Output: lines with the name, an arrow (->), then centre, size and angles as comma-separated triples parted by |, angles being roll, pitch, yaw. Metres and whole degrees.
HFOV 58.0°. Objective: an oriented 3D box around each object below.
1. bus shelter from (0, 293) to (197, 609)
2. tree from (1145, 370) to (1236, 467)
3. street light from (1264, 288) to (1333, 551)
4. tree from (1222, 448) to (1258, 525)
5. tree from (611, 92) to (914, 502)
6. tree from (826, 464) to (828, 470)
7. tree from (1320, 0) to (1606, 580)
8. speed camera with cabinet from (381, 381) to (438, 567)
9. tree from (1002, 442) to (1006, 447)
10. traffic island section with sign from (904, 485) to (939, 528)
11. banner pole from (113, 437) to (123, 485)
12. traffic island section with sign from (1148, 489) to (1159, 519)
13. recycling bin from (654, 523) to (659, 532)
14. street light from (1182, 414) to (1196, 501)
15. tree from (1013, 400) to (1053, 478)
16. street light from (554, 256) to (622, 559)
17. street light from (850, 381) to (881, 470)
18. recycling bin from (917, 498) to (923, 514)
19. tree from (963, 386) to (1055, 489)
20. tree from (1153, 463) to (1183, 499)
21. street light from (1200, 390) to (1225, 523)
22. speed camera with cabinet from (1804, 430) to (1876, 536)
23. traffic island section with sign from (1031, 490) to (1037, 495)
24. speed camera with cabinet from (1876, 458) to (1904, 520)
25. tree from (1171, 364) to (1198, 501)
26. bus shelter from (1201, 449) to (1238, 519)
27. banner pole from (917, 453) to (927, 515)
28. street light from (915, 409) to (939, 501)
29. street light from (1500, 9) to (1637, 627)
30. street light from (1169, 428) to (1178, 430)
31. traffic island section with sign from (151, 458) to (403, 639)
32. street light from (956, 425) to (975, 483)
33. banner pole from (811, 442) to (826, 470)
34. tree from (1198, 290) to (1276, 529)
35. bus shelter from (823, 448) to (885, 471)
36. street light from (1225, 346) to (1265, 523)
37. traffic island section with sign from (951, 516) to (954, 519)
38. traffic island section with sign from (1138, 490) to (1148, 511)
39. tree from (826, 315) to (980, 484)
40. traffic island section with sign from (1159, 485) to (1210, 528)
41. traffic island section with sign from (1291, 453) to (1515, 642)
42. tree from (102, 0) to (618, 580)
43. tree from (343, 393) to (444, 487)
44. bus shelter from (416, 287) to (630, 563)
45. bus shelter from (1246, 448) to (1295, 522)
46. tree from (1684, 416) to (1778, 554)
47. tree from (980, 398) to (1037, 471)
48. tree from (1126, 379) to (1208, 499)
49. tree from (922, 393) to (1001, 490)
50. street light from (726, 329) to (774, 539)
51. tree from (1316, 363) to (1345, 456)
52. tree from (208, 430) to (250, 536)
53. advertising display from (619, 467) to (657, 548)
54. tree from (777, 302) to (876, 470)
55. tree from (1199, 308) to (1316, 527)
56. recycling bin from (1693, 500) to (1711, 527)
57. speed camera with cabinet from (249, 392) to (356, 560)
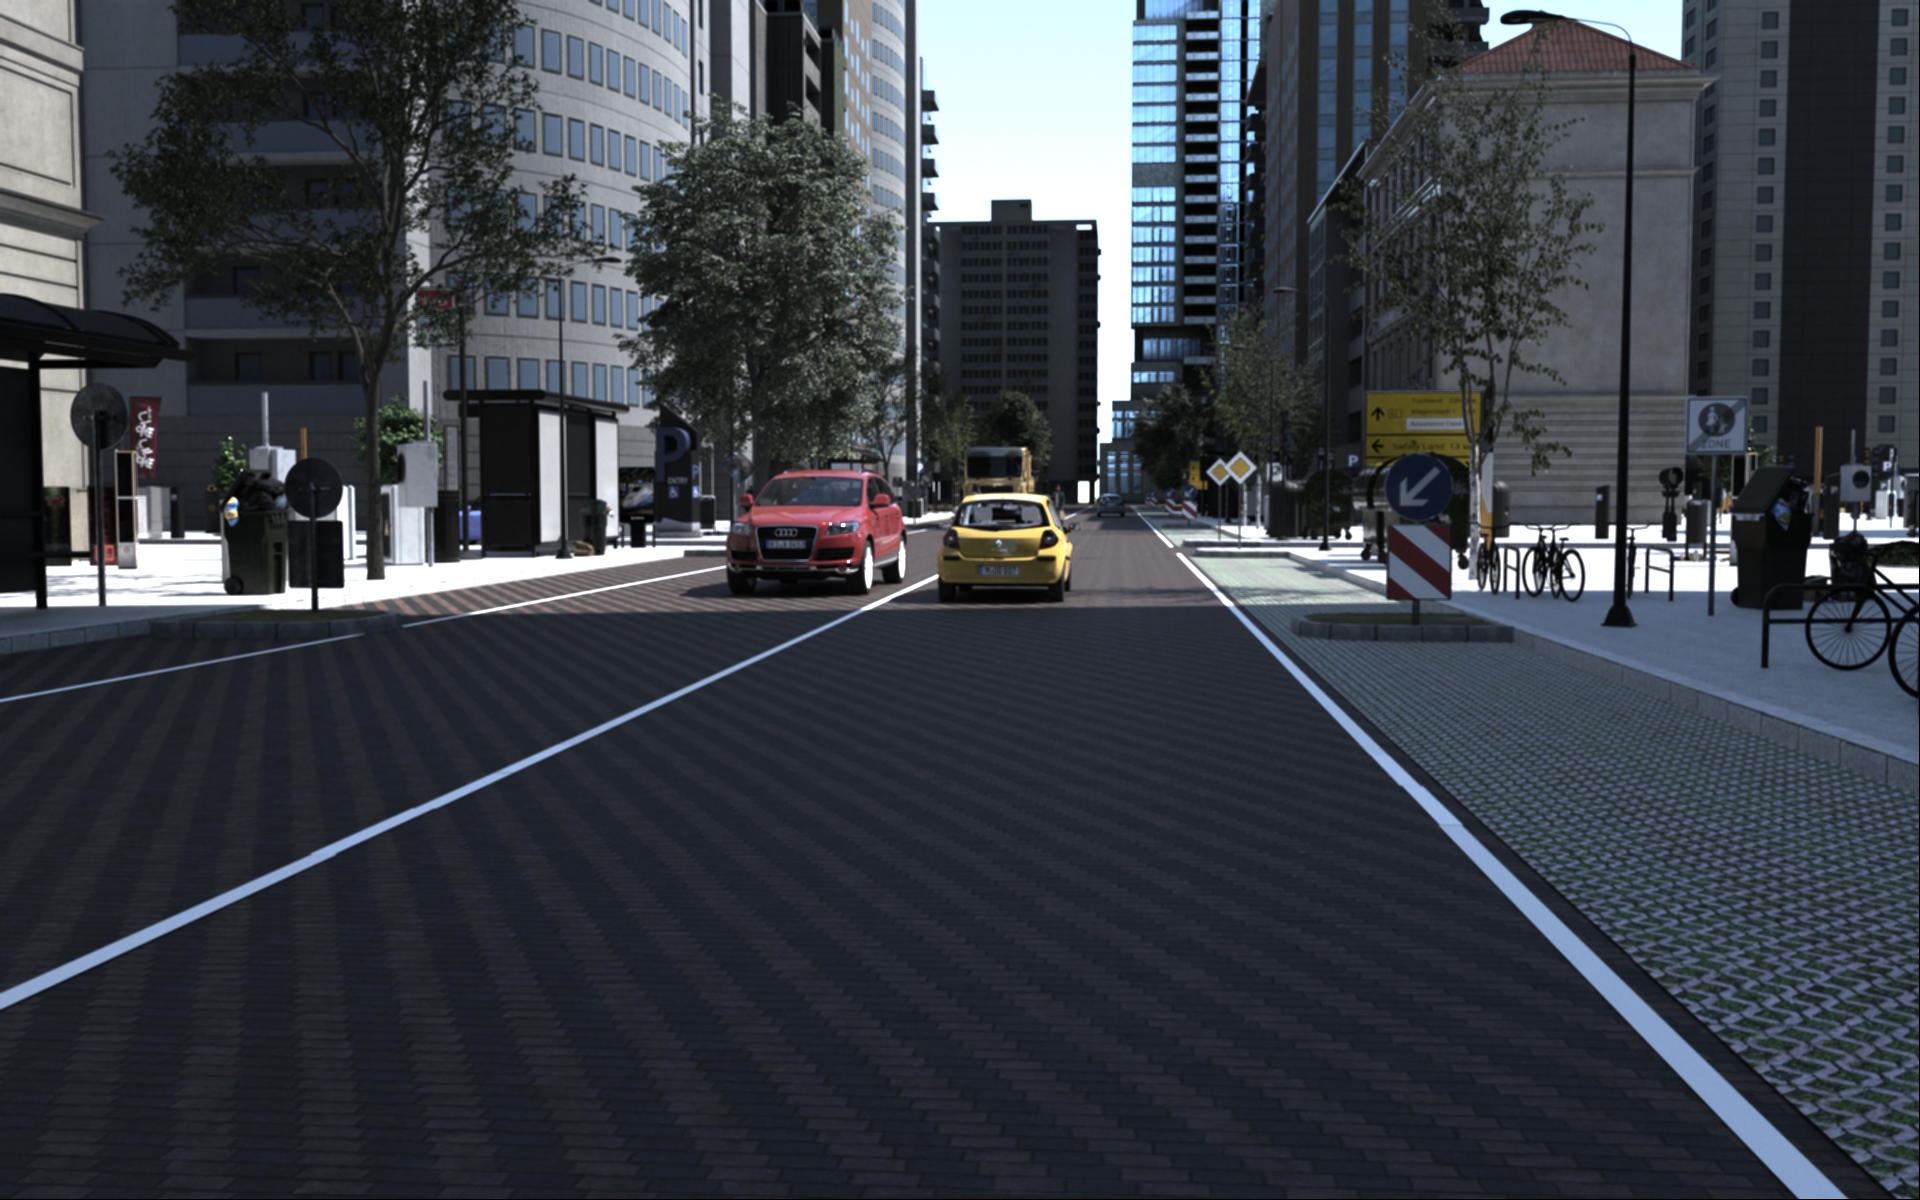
bus shelter -> -9.785, -1.397, 16.771 | 2.014, 3.302, 5.546 | 0, 4, 5
tree -> 17.316, -12.001, 130.622 | 7.601, 10.594, 8.767 | -2, 4, -25
street light -> 7.740, -4.072, 39.112 | 1.470, 5.913, 1.316 | 0, 4, 5
tree -> 11.916, -4.798, 73.052 | 1.663, 3.219, 1.824 | 0, 3, 0
tree -> -6.386, -9.154, 56.317 | 9.857, 13.997, 8.962 | 0, 3, 0
tree -> -6.933, -6.168, 95.442 | 1.663, 3.219, 1.824 | 0, 3, 0
tree -> 7.558, -4.595, 25.492 | 4.360, 8.622, 3.978 | 0, 3, 0
speed camera with cabinet -> -9.834, -2.233, 30.854 | 0.660, 3.252, 2.038 | -2, 4, -30
tree -> 1.585, -11.822, 143.644 | 4.737, 8.622, 4.395 | 0, 3, 0
traffic island section with sign -> -1.909, -3.966, 73.478 | 1.989, 1.847, 2.006 | 0, 4, 5
banner pole -> -28.015, -4.141, 57.722 | 0.401, 3.779, 0.863 | 0, 4, -2
traffic island section with sign -> 11.956, -5.564, 99.600 | 1.989, 1.847, 2.006 | 0, 4, 5
recycling bin -> -9.553, -2.709, 56.851 | 0.722, 1.027, 0.722 | 2, 4, 27
street light -> 13.542, -7.806, 100.174 | 1.470, 5.913, 1.316 | 0, 4, 5
tree -> 6.963, -16.983, 195.801 | 7.486, 12.596, 7.792 | 0, 3, 0
street light -> -7.301, -3.761, 34.031 | 1.470, 5.913, 1.316 | 0, 4, 5
street light -> -3.938, -6.037, 71.240 | 1.470, 5.913, 1.316 | 0, 4, 5
recycling bin -> -2.790, -5.813, 107.600 | 0.722, 1.027, 0.722 | 3, 4, 36
tree -> 5.407, -16.340, 184.174 | 9.611, 12.733, 9.660 | 0, 3, 0
tree -> 20.605, -11.474, 171.307 | 4.285, 4.588, 4.351 | 0, 3, 0
street light -> 11.455, -6.410, 77.347 | 1.470, 5.913, 1.316 | 0, 4, 5
speed camera with cabinet -> 26.765, -3.589, 53.009 | 2.038, 3.252, 0.660 | 0, 4, -6
traffic island section with sign -> 7.667, -10.343, 177.730 | 1.989, 1.847, 2.006 | 0, 4, 5
speed camera with cabinet -> 47.172, -5.710, 87.690 | 2.038, 3.252, 0.660 | -2, 4, -35
tree -> 13.232, -8.169, 83.920 | 4.360, 8.622, 3.978 | 0, 3, 0
bus shelter -> 13.967, -6.232, 93.169 | 1.731, 3.624, 6.357 | 0, 4, 5
banner pole -> -2.399, -7.107, 106.208 | 0.863, 3.779, 0.401 | -3, 4, -38
street light -> -1.820, -7.403, 93.573 | 1.470, 5.913, 1.316 | 0, 4, 5
street light -> 5.882, -2.704, 16.745 | 1.470, 5.913, 1.316 | 0, 4, 5
street light -> 15.486, -9.173, 122.523 | 1.470, 5.913, 1.316 | 0, 4, 5
traffic island section with sign -> -6.996, -0.581, 18.120 | 1.989, 1.847, 2.006 | 0, 4, 5
street light -> 0.284, -8.826, 116.839 | 1.470, 5.913, 1.316 | 0, 4, 5
banner pole -> -5.765, -4.964, 71.183 | 0.863, 3.779, 0.401 | -1, 4, -12
tree -> 11.185, -6.910, 63.344 | 4.360, 8.622, 3.978 | 0, 3, 0
bus shelter -> -4.706, -5.090, 77.144 | 2.014, 3.302, 5.546 | 0, 4, 5
street light -> 9.221, -5.004, 54.361 | 1.470, 5.913, 1.316 | 0, 4, 5
traffic island section with sign -> 0.552, -5.608, 100.321 | 1.989, 1.847, 2.006 | 0, 4, 5
traffic island section with sign -> 16.531, -8.601, 149.260 | 1.989, 1.847, 2.006 | 0, 4, 5
tree -> -3.568, -9.348, 87.249 | 8.767, 10.594, 7.601 | 0, 3, 0
traffic island section with sign -> 9.489, -3.922, 72.758 | 1.989, 1.847, 2.006 | 0, 4, 5
traffic island section with sign -> 4.429, -0.551, 17.644 | 1.989, 1.847, 2.006 | 0, 4, 5
tree -> -8.888, -5.558, 25.289 | 8.767, 10.594, 7.601 | 1, 4, 21
tree -> -18.220, -4.429, 56.132 | 4.285, 4.588, 4.351 | 0, 3, 0
bus shelter -> -9.197, -3.582, 36.193 | 2.179, 5.291, 8.768 | 0, 4, 5
bus shelter -> 13.810, -5.149, 78.107 | 2.014, 3.302, 5.546 | 0, 4, 5
tree -> 16.778, -2.610, 37.275 | 1.663, 3.219, 1.824 | 0, 3, 0
tree -> 4.076, -14.278, 167.859 | 7.601, 10.594, 8.767 | 2, 4, 28
tree -> 23.360, -17.582, 194.123 | 9.857, 13.997, 8.962 | 0, 3, 0
tree -> -0.511, -10.578, 123.304 | 4.737, 8.622, 4.395 | 0, 3, 0
street light -> -5.923, -4.670, 48.895 | 1.470, 5.913, 1.316 | 0, 4, 5
tree -> 19.036, -8.891, 95.723 | 4.737, 8.622, 4.395 | 0, 3, 0
tree -> -22.312, -3.561, 52.829 | 1.663, 3.219, 1.824 | 0, 3, 0
advertising display -> -7.681, -2.208, 41.311 | 0.974, 1.923, 0.123 | 1, 4, 19
tree -> -5.424, -6.979, 64.462 | 4.737, 8.622, 4.395 | 0, 3, 0
tree -> 11.279, -7.196, 68.016 | 4.737, 8.622, 4.395 | 0, 3, 0
recycling bin -> 29.438, -3.427, 68.580 | 0.722, 1.027, 0.722 | 2, 4, 29
speed camera with cabinet -> -12.798, -2.407, 33.698 | 2.038, 3.252, 0.660 | 1, 4, 19
